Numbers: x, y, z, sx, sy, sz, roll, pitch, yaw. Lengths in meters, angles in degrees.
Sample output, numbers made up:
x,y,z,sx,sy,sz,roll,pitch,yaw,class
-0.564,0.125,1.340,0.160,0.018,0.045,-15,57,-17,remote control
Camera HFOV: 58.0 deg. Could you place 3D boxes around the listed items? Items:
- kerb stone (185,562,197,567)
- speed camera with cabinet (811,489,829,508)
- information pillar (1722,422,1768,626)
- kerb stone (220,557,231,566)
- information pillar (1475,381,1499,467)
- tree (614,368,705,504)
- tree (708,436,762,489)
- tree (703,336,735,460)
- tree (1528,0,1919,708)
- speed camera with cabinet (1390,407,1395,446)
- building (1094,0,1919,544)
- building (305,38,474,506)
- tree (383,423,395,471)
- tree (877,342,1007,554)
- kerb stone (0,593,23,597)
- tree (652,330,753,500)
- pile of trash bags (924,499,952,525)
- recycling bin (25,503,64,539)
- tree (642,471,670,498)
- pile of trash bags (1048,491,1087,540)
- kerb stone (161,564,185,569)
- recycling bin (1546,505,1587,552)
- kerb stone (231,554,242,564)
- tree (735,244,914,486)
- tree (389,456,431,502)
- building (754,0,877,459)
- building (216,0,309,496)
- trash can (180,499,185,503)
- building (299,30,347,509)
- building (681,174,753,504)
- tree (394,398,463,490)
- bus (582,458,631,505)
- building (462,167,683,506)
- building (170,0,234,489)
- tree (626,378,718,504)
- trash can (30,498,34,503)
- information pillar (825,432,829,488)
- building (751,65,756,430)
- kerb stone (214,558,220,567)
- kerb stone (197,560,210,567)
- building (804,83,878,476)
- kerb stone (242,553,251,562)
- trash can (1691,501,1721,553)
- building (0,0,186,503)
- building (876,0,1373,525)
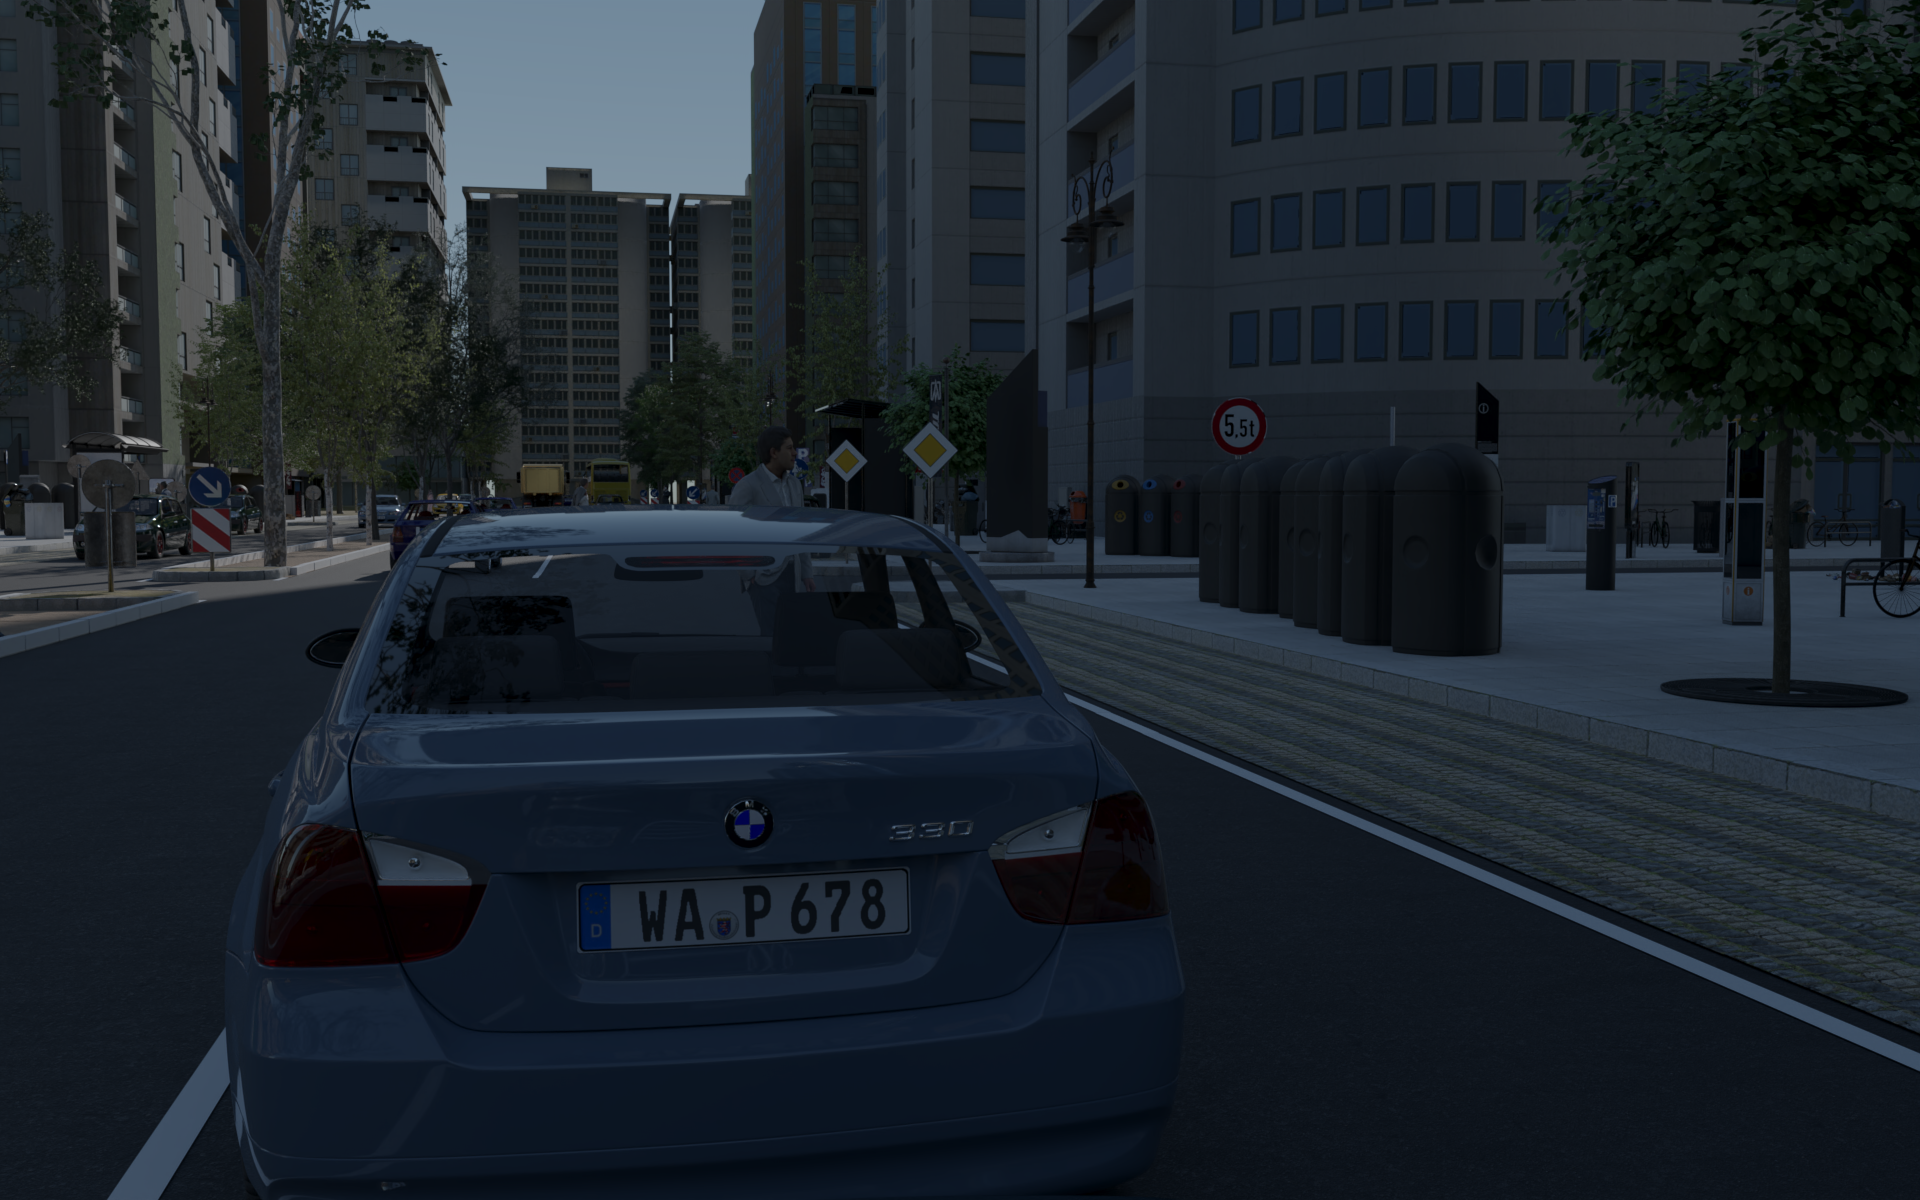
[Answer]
x,y,z,sx,sy,sz,roll,pitch,yaw,class
-14.083,-0.567,31.467,0.120,0.150,1.000,-1,4,-12,kerb stone
-4.155,-3.940,58.758,2.038,3.252,0.660,3,4,39,speed camera with cabinet
7.687,-0.762,16.957,0.304,2.012,0.304,0,4,5,information pillar
-14.721,-0.747,34.467,0.120,0.150,1.000,-1,4,-12,kerb stone
10.945,-2.735,36.064,0.504,3.616,0.183,0,4,-5,information pillar
-30.021,-16.305,173.241,9.857,13.997,8.962,0,3,0,tree
-11.175,-6.422,88.714,4.285,4.588,4.351,0,3,0,tree
-9.427,-7.873,79.083,4.737,8.622,4.395,0,3,0,tree
5.342,-1.667,10.971,4.285,4.588,4.351,0,3,0,tree
10.493,-2.740,39.142,2.038,3.252,0.660,2,4,31,speed camera with cabinet
17.812,-31.274,53.336,28.212,58.520,21.231,-1,4,-12,building
-71.730,-37.443,201.438,27.495,52.752,28.713,-1,4,-12,building
-40.399,-11.808,111.192,7.486,12.596,7.792,0,3,0,tree
-0.081,-3.295,37.591,4.285,4.588,4.351,0,3,0,tree
-12.049,0.017,21.919,0.120,0.150,1.000,-1,4,-12,kerb stone
-17.838,-12.358,120.188,7.486,12.596,7.792,0,3,0,tree
-0.647,-3.937,74.115,3.447,1.369,1.912,2,4,24,pile of trash bags
-26.099,-2.252,49.372,0.722,1.027,0.722,1,4,16,recycling bin
-31.826,-12.126,181.967,4.285,4.588,4.351,0,3,0,tree
2.942,-2.454,49.881,1.912,1.369,3.447,-1,4,-16,pile of trash bags
-13.866,-0.505,30.468,0.120,0.150,1.000,-1,4,-12,kerb stone
13.531,-1.597,38.659,0.722,1.027,0.722,0,4,6,recycling bin
-14.930,-0.804,35.469,0.120,0.150,1.000,-1,4,-12,kerb stone
-3.529,-6.214,51.953,4.737,8.622,4.395,0,3,0,tree
-45.743,-9.784,143.684,4.285,4.588,4.351,0,3,0,tree
-10.626,-30.818,153.978,14.600,45.320,14.200,-1,4,-12,building
-58.455,-29.466,131.886,14.600,45.320,14.200,-1,4,-12,building
-37.413,-4.356,82.871,0.748,1.137,0.748,0,3,0,trash can
-70.817,-30.417,151.937,28.867,44.769,22.147,-1,4,-12,building
-23.325,-31.890,213.289,23.993,40.220,32.217,-1,4,-12,building
-52.312,-14.996,170.939,9.928,11.665,9.643,0,3,0,tree
-24.124,-7.753,118.306,2.896,3.916,12.252,-1,4,-14,bus
-46.903,-31.617,208.823,23.993,40.220,32.217,-1,4,-12,building
-62.028,-31.809,109.320,28.713,52.752,27.495,-1,4,-12,building
-24.903,-13.730,150.236,9.928,11.665,9.643,0,3,0,tree
-33.075,-3.023,61.083,0.748,1.137,0.748,0,3,0,trash can
-4.813,-4.476,64.539,0.504,3.616,0.183,1,4,15,information pillar
-13.301,-29.636,168.144,14.154,41.232,14.086,-1,4,-12,building
-14.510,-0.689,33.467,0.120,0.150,1.000,-1,4,-12,kerb stone
-14.288,-0.628,32.469,0.120,0.150,1.000,-1,4,-12,kerb stone
-4.566,-21.715,126.748,14.160,30.474,14.107,-1,4,-12,building
-15.153,-0.873,36.466,0.120,0.150,1.000,-1,4,-12,kerb stone
16.270,-1.589,37.635,0.748,1.137,0.748,0,3,0,trash can
-48.657,-24.696,87.380,14.154,41.232,14.086,-1,4,-12,building
6.074,-33.704,93.058,21.231,58.520,28.212,-1,4,-12,building
